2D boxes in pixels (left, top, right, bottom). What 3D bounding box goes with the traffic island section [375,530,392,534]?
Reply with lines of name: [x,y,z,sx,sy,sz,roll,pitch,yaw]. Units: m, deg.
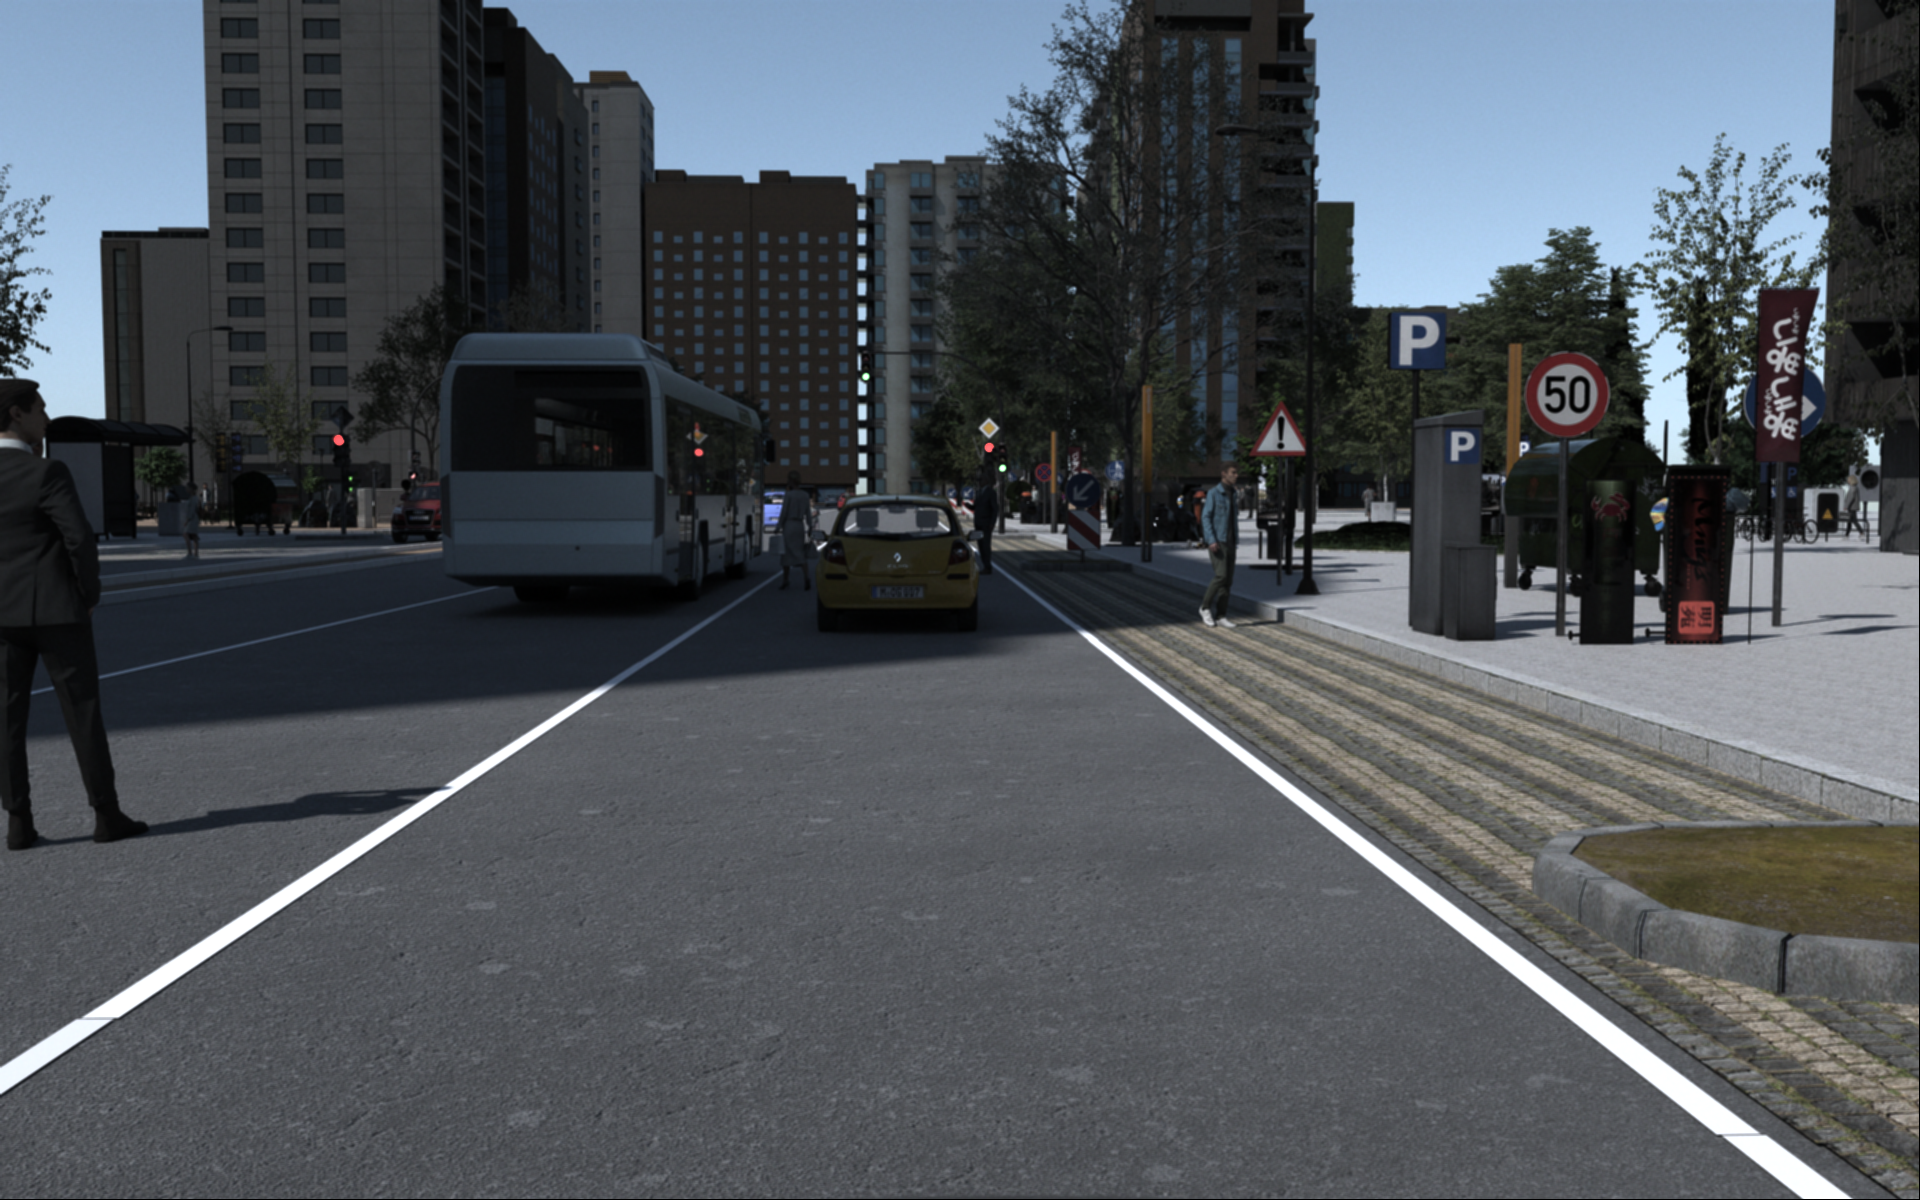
traffic island section: [-19.846,-2.487,62.949,2.009,0.180,2.903,0,4,-2]

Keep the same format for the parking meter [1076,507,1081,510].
parking meter: [5.259,-4.123,75.822,0.372,1.533,0.369,0,3,0]

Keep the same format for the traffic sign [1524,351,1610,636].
traffic sign: [5.423,-0.946,15.569,0.768,2.556,0.104,0,4,-1]

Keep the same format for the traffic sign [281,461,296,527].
traffic sign: [-26.276,-4.123,67.518,0.768,2.556,0.104,0,4,-1]

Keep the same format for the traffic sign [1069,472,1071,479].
traffic sign: [5.969,-5.413,88.612,0.768,2.556,0.104,0,4,3]

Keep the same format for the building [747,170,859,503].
building: [-21.499,-36.242,242.666,14.200,45.320,14.600,0,4,-2]

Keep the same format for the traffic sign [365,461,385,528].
traffic sign: [-22.276,-4.025,65.914,0.768,2.556,0.104,0,4,4]

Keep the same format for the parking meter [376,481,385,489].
parking meter: [-26.602,-4.518,79.577,0.255,1.863,0.399,1,4,18]

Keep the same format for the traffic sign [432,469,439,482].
traffic sign: [-26.607,-5.323,87.144,0.768,2.556,0.104,0,4,7]

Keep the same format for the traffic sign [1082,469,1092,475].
traffic sign: [6.199,-5.285,86.520,0.768,2.556,0.104,0,4,5]

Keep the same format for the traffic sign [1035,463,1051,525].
traffic sign: [3.460,-4.332,70.933,0.768,2.556,0.104,0,4,8]

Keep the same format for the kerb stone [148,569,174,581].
kerb stone: [-13.384,-0.404,28.808,0.120,0.150,1.000,0,4,-2]

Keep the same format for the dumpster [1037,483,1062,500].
dumpster: [4.844,-5.345,93.147,1.264,1.857,1.865,0,4,-2]

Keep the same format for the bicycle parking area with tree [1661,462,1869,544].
bicycle parking area with tree: [19.756,-3.704,47.561,8.231,4.147,9.016,0,4,7]

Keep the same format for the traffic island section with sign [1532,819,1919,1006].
traffic island section with sign: [3.049,0.177,5.737,1.989,1.847,2.006,0,4,-2]

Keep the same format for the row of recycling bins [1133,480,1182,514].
row of recycling bins: [5.925,-2.821,53.243,1.069,1.692,3.534,-1,4,-13]

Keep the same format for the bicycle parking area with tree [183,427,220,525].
bicycle parking area with tree: [-35.273,-5.251,72.862,8.231,4.147,9.016,-1,4,-8]

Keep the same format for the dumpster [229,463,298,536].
dumpster: [-21.599,-3.132,53.710,1.502,2.255,1.985,0,4,-2]

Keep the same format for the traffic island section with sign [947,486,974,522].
traffic island section with sign: [0.265,-4.869,88.236,1.989,1.847,2.006,0,4,-2]

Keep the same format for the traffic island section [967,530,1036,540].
traffic island section: [1.354,-2.042,55.670,2.009,0.180,2.903,0,4,-2]

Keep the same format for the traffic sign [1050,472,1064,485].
traffic sign: [5.627,-6.138,100.469,0.768,2.556,0.104,0,4,5]

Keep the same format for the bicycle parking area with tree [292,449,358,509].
bicycle parking area with tree: [-43.066,-7.508,109.765,8.231,4.147,9.016,1,4,16]

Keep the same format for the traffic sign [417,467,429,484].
traffic sign: [-25.028,-4.928,80.684,0.768,2.556,0.104,0,4,4]

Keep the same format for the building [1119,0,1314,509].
building: [21.604,-30.540,149.435,14.600,45.320,14.200,0,4,-2]

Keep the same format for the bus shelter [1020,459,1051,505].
bus shelter: [5.326,-8.644,118.968,2.179,5.291,8.768,0,4,-2]

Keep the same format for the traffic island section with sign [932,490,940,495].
traffic island section with sign: [-0.664,-6.517,115.175,1.989,1.847,2.006,0,4,-2]

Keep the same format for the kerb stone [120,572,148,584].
kerb stone: [-13.350,-0.341,27.779,0.120,0.150,1.000,0,4,-2]

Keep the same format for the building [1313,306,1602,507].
building: [51.929,-21.025,188.802,28.899,21.520,27.650,0,4,-2]

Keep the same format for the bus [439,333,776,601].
bus: [-4.794,-1.930,26.423,2.948,3.499,13.247,0,4,-1]

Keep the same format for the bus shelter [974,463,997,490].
bus shelter: [2.125,-8.755,120.781,2.179,5.291,8.768,0,4,-2]

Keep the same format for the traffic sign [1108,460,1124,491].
traffic sign: [5.947,-3.975,65.091,0.768,2.556,0.104,0,4,6]

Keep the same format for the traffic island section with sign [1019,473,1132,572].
traffic island section with sign: [2.141,-1.471,32.677,1.989,1.847,2.006,0,4,-2]

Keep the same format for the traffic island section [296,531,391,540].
traffic island section: [-19.576,-1.999,54.968,2.009,0.180,2.903,0,4,-2]

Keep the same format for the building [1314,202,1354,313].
building: [46.666,-34.285,244.158,14.086,41.232,14.154,0,4,-2]

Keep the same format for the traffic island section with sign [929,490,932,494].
traffic island section with sign: [-2.365,-9.585,165.347,1.989,1.847,2.006,0,4,-2]

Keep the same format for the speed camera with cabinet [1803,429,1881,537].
speed camera with cabinet: [26.551,-3.535,52.127,2.038,3.252,0.660,0,4,-2]

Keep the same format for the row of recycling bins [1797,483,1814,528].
row of recycling bins: [32.093,-3.619,66.288,1.069,1.692,3.534,2,4,24]

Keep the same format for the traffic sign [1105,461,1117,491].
traffic sign: [5.929,-4.058,66.459,0.768,2.556,0.104,0,4,1]

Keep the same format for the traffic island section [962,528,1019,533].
traffic island section: [1.083,-2.530,63.651,2.009,0.180,2.903,0,4,-2]

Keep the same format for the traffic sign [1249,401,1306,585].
traffic sign: [4.486,-1.484,24.272,0.884,2.594,0.081,0,4,5]

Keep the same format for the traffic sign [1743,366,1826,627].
traffic sign: [7.914,-1.016,16.710,0.768,2.556,0.104,0,4,5]

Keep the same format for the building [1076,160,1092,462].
building: [27.458,-38.152,247.483,21.600,48.544,21.300,0,4,-2]

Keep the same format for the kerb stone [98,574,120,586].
kerb stone: [-13.307,-0.276,26.752,0.120,0.150,1.000,0,4,-2]

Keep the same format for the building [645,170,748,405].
building: [-35.687,-36.206,242.075,14.200,45.320,14.600,0,4,-2]

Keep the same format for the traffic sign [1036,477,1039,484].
traffic sign: [4.749,-6.109,99.983,0.768,2.556,0.104,0,4,2]

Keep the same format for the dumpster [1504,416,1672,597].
dumpster: [8.079,-1.213,22.321,1.502,2.255,1.985,0,4,-2]

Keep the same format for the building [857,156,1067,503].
building: [0.662,-38.425,247.862,30.456,49.044,23.786,0,4,-2]

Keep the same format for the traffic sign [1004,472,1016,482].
traffic sign: [2.902,-6.107,99.950,0.768,2.556,0.104,0,3,0]

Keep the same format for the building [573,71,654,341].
building: [-57.507,-42.958,244.364,28.212,58.520,21.231,0,4,-2]

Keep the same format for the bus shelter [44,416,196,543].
bus shelter: [-23.157,-3.289,47.700,2.014,3.302,5.546,0,4,-2]
